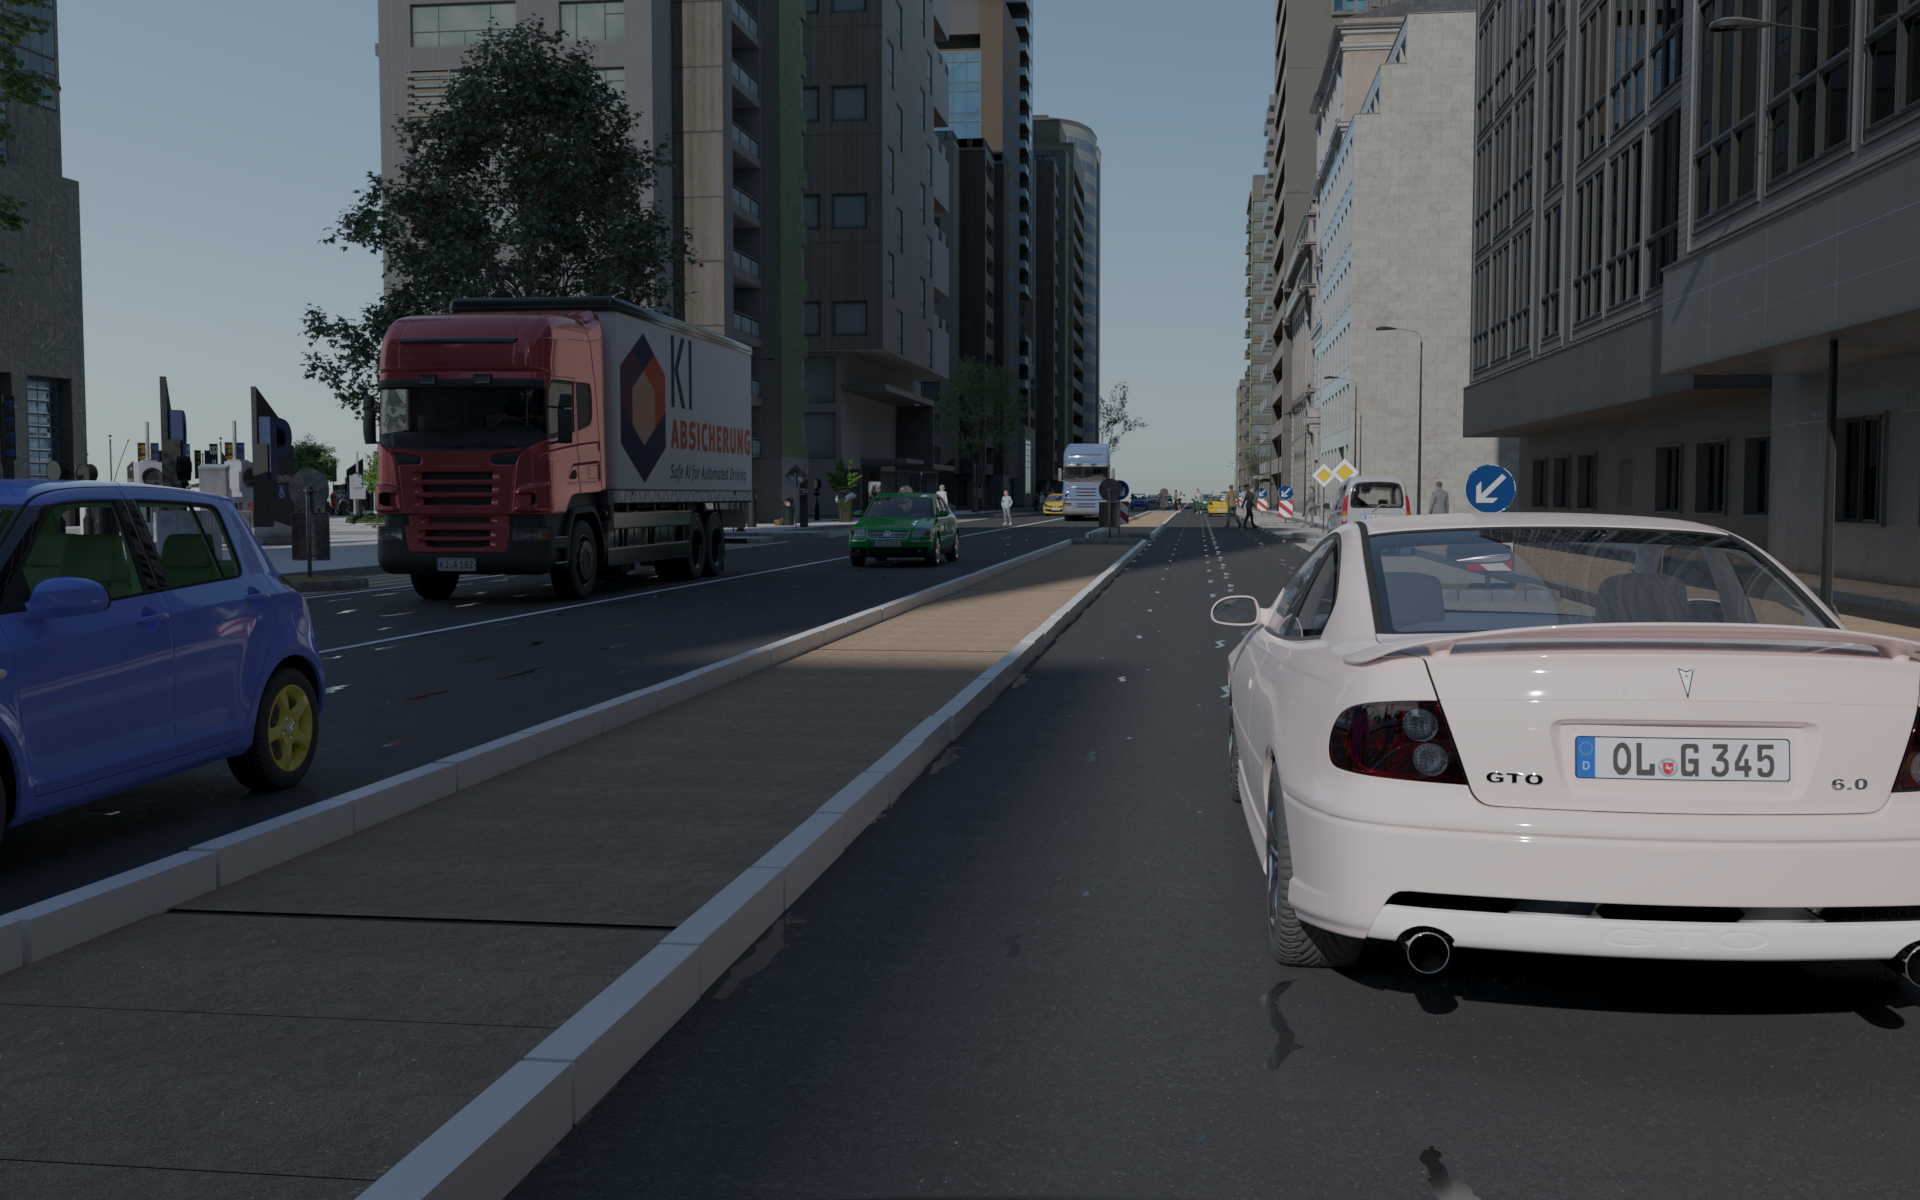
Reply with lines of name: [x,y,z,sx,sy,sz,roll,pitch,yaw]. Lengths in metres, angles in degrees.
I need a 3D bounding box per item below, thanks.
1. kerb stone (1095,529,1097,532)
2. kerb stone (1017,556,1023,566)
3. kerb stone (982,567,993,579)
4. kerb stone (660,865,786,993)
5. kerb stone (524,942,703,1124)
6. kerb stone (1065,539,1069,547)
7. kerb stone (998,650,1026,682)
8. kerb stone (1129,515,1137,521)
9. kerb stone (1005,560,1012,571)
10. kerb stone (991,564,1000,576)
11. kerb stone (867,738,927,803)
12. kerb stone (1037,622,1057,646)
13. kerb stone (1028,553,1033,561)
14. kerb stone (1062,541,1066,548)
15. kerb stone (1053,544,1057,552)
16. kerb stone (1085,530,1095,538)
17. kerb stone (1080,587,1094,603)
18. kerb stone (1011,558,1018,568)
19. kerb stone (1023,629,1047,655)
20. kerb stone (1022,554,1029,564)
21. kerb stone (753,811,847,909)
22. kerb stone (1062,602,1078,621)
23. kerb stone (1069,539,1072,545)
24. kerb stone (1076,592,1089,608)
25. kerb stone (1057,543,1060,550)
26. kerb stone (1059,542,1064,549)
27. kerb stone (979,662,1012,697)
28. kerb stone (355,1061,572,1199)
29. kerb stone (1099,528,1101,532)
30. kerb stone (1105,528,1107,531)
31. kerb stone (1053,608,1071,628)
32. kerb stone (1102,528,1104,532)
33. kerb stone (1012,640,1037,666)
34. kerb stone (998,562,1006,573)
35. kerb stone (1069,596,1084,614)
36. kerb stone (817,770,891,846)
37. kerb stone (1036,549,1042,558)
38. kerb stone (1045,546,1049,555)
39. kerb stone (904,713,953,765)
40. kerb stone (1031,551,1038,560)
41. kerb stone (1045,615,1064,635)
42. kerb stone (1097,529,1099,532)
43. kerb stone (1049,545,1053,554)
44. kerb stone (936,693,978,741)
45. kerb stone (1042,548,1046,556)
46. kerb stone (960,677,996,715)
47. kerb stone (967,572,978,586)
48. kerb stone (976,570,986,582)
kerb stone: [4.514,-2.260,59.151,0.120,0.150,1.000,0,4,8]
kerb stone: [1.093,-0.735,34.206,0.120,0.150,1.000,0,4,8]
kerb stone: [0.390,-0.423,29.111,0.120,0.150,1.000,0,4,8]
kerb stone: [-0.732,1.024,5.448,0.120,0.150,1.000,0,4,8]
kerb stone: [-0.866,1.086,4.434,0.120,0.150,1.000,0,4,8]
kerb stone: [2.765,-1.481,46.411,0.120,0.150,1.000,0,4,8]
kerb stone: [0.390,0.530,13.577,0.120,0.150,1.000,0,4,8]
kerb stone: [9.653,-4.559,96.732,0.120,0.150,1.000,0,4,8]
kerb stone: [0.811,-0.610,32.169,0.120,0.150,1.000,0,4,8]
kerb stone: [0.529,-0.485,30.132,0.120,0.150,1.000,0,4,8]
kerb stone: [-0.313,0.837,8.504,0.120,0.150,1.000,0,4,8]
kerb stone: [0.806,0.347,16.629,0.120,0.150,1.000,0,4,8]
kerb stone: [1.363,-0.859,36.242,0.120,0.150,1.000,0,4,8]
kerb stone: [2.628,-1.415,45.398,0.120,0.150,1.000,0,4,8]
kerb stone: [2.215,-1.233,42.349,0.120,0.150,1.000,0,4,8]
kerb stone: [4.371,-2.198,58.130,0.120,0.150,1.000,0,4,8]
kerb stone: [1.630,-0.032,22.722,0.120,0.150,1.000,0,4,8]
kerb stone: [0.951,-0.673,33.193,0.120,0.150,1.000,0,4,8]
kerb stone: [0.657,0.403,15.605,0.120,0.150,1.000,0,4,8]
kerb stone: [1.234,-0.797,35.228,0.120,0.150,1.000,0,4,8]
kerb stone: [-0.592,0.962,6.461,0.120,0.150,1.000,0,4,8]
kerb stone: [1.220,0.155,19.678,0.120,0.150,1.000,0,4,8]
kerb stone: [2.901,-1.543,47.426,0.120,0.150,1.000,0,4,8]
kerb stone: [1.497,0.030,21.708,0.120,0.150,1.000,0,4,8]
kerb stone: [2.343,-1.295,43.373,0.120,0.150,1.000,0,4,8]
kerb stone: [2.492,-1.355,44.384,0.120,0.150,1.000,0,4,8]
kerb stone: [0.245,0.589,12.560,0.120,0.150,1.000,0,4,8]
kerb stone: [-1.003,1.148,3.421,0.120,0.150,1.000,0,4,8]
kerb stone: [4.789,-2.385,61.194,0.120,0.150,1.000,0,4,8]
kerb stone: [5.345,-2.631,65.266,0.120,0.150,1.000,0,4,8]
kerb stone: [1.074,0.217,18.666,0.120,0.150,1.000,0,4,8]
kerb stone: [5.067,-2.509,63.225,0.120,0.150,1.000,0,4,8]
kerb stone: [0.519,0.472,14.593,0.120,0.150,1.000,0,4,8]
kerb stone: [0.670,-0.548,31.147,0.120,0.150,1.000,0,4,8]
kerb stone: [1.359,0.092,20.692,0.120,0.150,1.000,0,4,8]
kerb stone: [-0.457,0.899,7.491,0.120,0.150,1.000,0,4,8]
kerb stone: [1.647,-0.983,38.274,0.120,0.150,1.000,0,4,8]
kerb stone: [1.922,-1.108,40.317,0.120,0.150,1.000,0,4,8]
kerb stone: [-0.183,0.775,9.520,0.120,0.150,1.000,0,4,8]
kerb stone: [1.510,-0.919,37.254,0.120,0.150,1.000,0,4,8]
kerb stone: [0.935,0.285,17.645,0.120,0.150,1.000,0,4,8]
kerb stone: [4.657,-2.323,60.180,0.120,0.150,1.000,0,4,8]
kerb stone: [2.065,-1.167,41.329,0.120,0.150,1.000,0,4,8]
kerb stone: [-0.029,0.713,10.531,0.120,0.150,1.000,0,4,8]
kerb stone: [1.788,-1.046,39.303,0.120,0.150,1.000,0,4,8]
kerb stone: [0.102,0.656,11.545,0.120,0.150,1.000,0,4,8]
kerb stone: [0.116,-0.298,27.073,0.120,0.150,1.000,0,4,8]
kerb stone: [0.253,-0.352,28.087,0.120,0.150,1.000,0,4,8]
